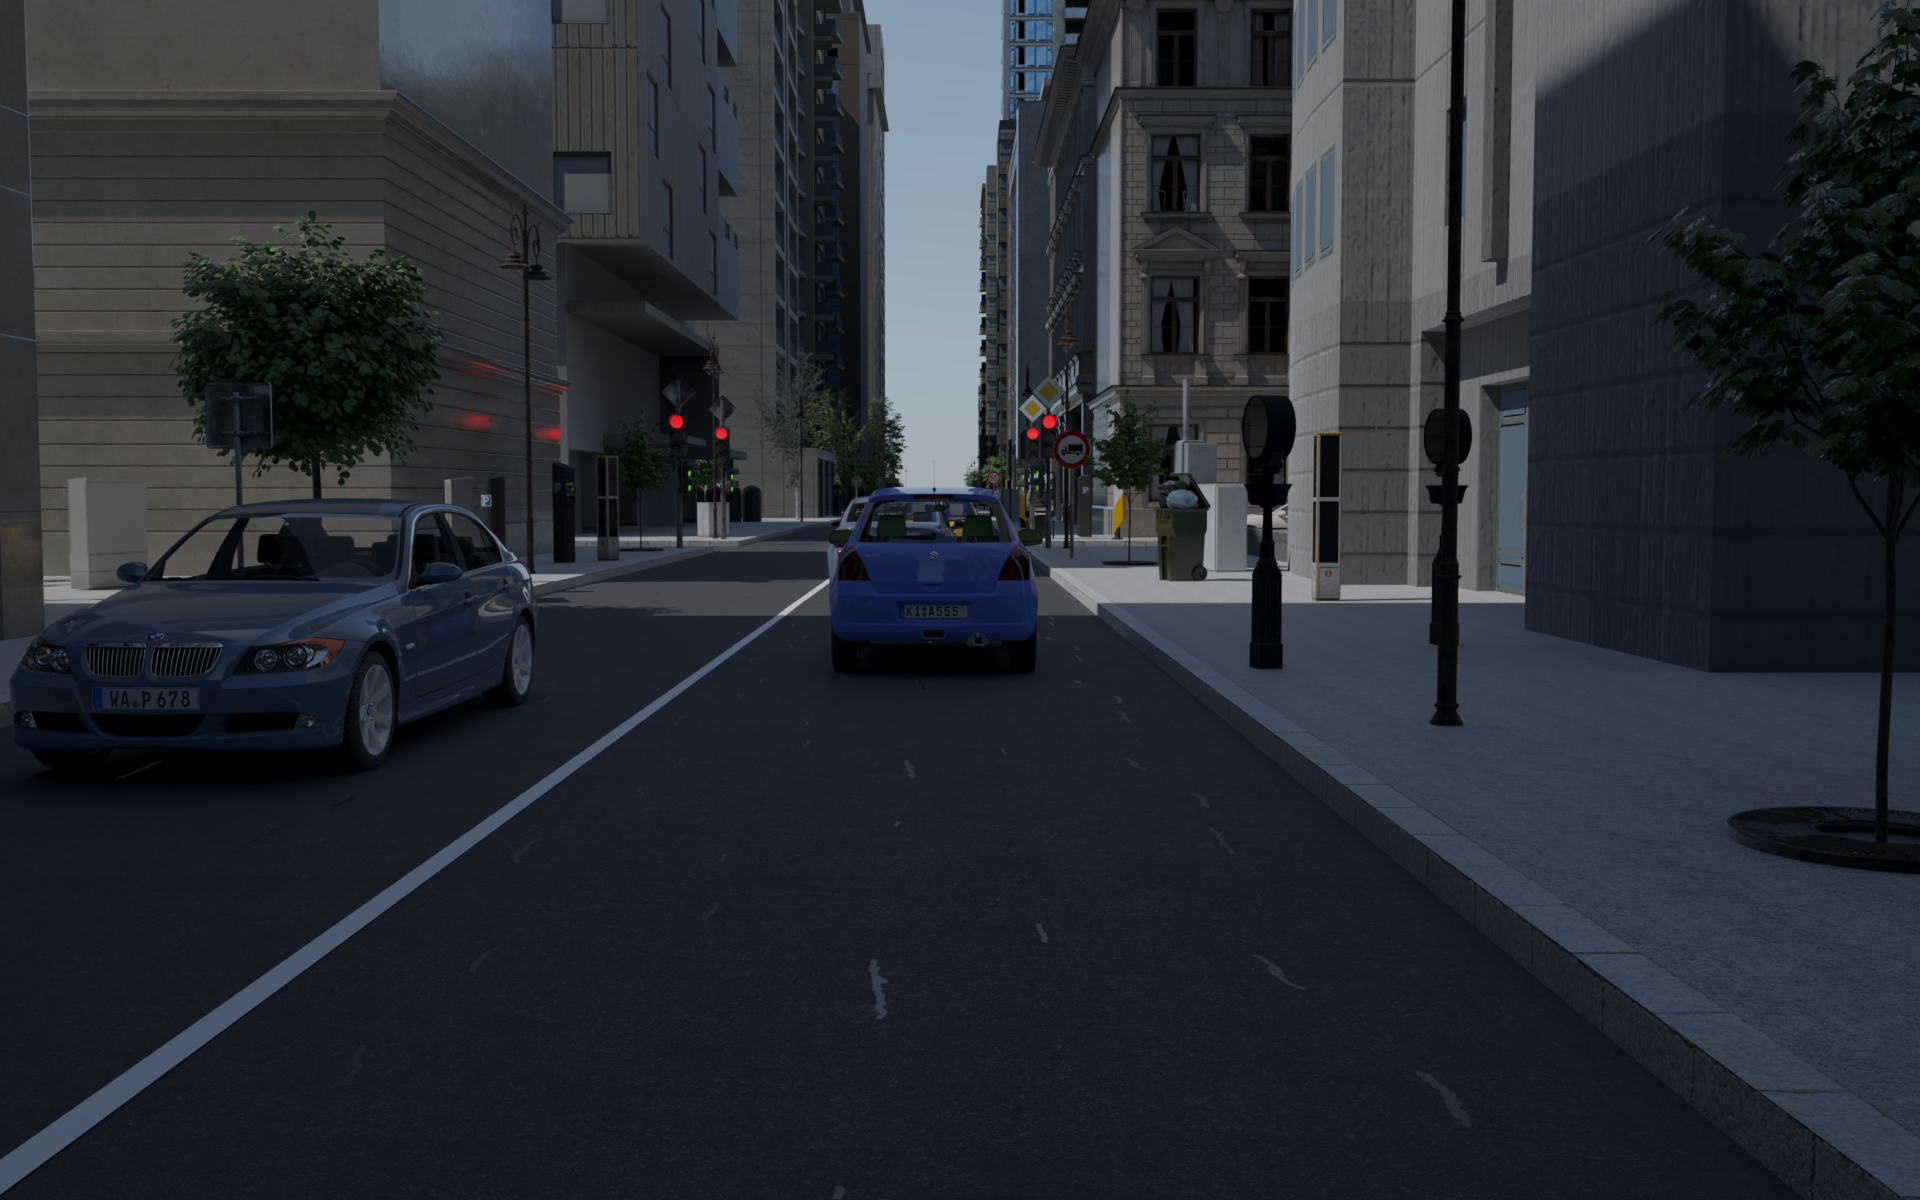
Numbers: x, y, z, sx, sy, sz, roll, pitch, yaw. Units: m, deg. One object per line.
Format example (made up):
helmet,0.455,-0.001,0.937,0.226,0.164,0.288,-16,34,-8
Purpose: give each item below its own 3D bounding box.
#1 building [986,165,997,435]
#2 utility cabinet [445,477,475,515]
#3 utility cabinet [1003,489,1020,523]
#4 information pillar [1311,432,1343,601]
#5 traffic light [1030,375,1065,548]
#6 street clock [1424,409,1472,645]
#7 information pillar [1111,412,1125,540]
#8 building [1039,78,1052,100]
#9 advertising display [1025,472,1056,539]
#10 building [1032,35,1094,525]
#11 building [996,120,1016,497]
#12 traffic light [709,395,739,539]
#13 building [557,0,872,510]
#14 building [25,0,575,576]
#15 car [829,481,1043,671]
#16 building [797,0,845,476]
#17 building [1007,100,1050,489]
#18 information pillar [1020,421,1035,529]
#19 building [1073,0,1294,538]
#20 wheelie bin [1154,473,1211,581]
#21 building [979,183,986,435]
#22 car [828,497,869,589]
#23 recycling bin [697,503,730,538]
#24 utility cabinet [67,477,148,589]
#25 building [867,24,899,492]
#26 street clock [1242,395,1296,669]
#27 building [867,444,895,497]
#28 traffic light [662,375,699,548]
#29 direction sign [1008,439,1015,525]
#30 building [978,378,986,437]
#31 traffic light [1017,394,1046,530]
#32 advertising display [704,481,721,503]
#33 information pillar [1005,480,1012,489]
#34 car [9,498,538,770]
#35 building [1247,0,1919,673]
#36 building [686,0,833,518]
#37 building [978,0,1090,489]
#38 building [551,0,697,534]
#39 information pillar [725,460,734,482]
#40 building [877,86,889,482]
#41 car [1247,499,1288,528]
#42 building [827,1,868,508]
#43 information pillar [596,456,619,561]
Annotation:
building,10.218,-32.678,217.878,14.154,41.232,14.086,0,4,0
utility cabinet,-6.651,-0.876,22.996,0.318,1.500,1.173,-1,4,-20
utility cabinet,2.533,-4.177,76.979,1.173,1.500,0.318,1,4,20
information pillar,4.403,-0.997,20.787,0.304,2.012,0.304,0,4,1
traffic light,2.076,-3.188,41.049,0.839,4.253,0.868,0,4,0
street clock,4.131,-0.621,14.720,0.358,2.002,0.471,-1,4,-9
information pillar,4.472,-3.502,48.612,0.183,3.616,0.504,-2,4,-27
building,19.204,-28.373,155.774,32.217,40.220,23.993,0,4,0
advertising display,2.319,-2.736,49.945,0.974,1.923,0.123,2,4,31
building,8.814,-14.252,83.935,10.553,20.767,40.483,0,4,0
building,9.847,-22.343,137.002,14.160,30.474,14.107,0,4,0
traffic light,-6.681,-3.673,48.967,0.839,4.253,0.868,0,4,0
building,-23.986,-36.158,180.415,28.713,52.752,27.495,0,4,0
building,-25.819,-13.085,33.032,34.723,24.649,14.460,0,4,0
car,-0.217,-0.350,15.322,1.945,1.707,3.694,0,4,-1
building,-20.756,-29.562,137.970,22.147,44.769,28.867,0,4,0
building,9.431,-18.124,114.344,12.078,24.808,19.932,0,4,0
information pillar,2.151,-3.892,54.986,0.504,3.616,0.183,-1,4,-9
building,13.574,-11.642,54.971,19.286,19.102,10.561,0,4,0
wheelie bin,3.273,-1.083,25.614,0.693,1.594,0.980,-1,4,-19
building,13.738,-35.756,239.227,22.147,44.769,28.867,0,4,0
car,-0.908,-0.796,25.019,2.014,1.417,4.499,0,4,1
recycling bin,-7.340,-2.386,51.563,0.722,1.027,0.722,-3,4,-37
utility cabinet,-11.597,-0.912,23.585,0.318,1.500,1.173,1,4,12
building,-19.840,-50.843,269.529,20.563,71.187,20.611,0,4,0
street clock,2.259,-0.499,12.723,0.358,2.002,0.471,-1,4,-14
building,-25.571,-33.989,247.595,32.217,40.220,23.993,0,4,0
traffic light,-6.635,-3.184,40.982,0.839,4.253,0.868,0,4,0
direction sign,2.084,-4.883,71.838,0.379,3.537,0.876,0,4,-7
building,16.840,-25.953,269.374,27.650,21.520,28.899,0,4,0
traffic light,2.030,-3.677,49.034,0.839,4.253,0.868,0,4,0
advertising display,-12.594,-5.089,88.419,0.974,1.923,0.123,0,4,7
information pillar,2.482,-5.114,88.101,0.304,2.012,0.304,-1,4,-8
car,-3.862,0.090,10.525,2.014,1.417,4.499,0,4,1
building,15.782,-29.522,24.676,21.231,58.520,28.212,0,4,0
building,-17.862,-40.486,100.195,20.563,71.187,20.611,0,4,0
building,13.335,-53.156,181.772,22.319,86.520,31.000,0,4,0
building,-22.721,-28.904,61.812,28.713,52.752,27.495,0,4,0
information pillar,-10.792,-5.463,80.678,0.504,3.616,0.183,1,4,13
building,-23.763,-38.672,221.527,28.713,52.752,27.495,0,4,0
car,8.761,-1.983,44.780,4.827,1.381,2.083,0,3,0
building,-15.718,-31.154,159.476,14.600,45.320,14.200,0,4,0
information pillar,-6.780,-1.764,33.336,0.304,2.012,0.304,2,4,35
